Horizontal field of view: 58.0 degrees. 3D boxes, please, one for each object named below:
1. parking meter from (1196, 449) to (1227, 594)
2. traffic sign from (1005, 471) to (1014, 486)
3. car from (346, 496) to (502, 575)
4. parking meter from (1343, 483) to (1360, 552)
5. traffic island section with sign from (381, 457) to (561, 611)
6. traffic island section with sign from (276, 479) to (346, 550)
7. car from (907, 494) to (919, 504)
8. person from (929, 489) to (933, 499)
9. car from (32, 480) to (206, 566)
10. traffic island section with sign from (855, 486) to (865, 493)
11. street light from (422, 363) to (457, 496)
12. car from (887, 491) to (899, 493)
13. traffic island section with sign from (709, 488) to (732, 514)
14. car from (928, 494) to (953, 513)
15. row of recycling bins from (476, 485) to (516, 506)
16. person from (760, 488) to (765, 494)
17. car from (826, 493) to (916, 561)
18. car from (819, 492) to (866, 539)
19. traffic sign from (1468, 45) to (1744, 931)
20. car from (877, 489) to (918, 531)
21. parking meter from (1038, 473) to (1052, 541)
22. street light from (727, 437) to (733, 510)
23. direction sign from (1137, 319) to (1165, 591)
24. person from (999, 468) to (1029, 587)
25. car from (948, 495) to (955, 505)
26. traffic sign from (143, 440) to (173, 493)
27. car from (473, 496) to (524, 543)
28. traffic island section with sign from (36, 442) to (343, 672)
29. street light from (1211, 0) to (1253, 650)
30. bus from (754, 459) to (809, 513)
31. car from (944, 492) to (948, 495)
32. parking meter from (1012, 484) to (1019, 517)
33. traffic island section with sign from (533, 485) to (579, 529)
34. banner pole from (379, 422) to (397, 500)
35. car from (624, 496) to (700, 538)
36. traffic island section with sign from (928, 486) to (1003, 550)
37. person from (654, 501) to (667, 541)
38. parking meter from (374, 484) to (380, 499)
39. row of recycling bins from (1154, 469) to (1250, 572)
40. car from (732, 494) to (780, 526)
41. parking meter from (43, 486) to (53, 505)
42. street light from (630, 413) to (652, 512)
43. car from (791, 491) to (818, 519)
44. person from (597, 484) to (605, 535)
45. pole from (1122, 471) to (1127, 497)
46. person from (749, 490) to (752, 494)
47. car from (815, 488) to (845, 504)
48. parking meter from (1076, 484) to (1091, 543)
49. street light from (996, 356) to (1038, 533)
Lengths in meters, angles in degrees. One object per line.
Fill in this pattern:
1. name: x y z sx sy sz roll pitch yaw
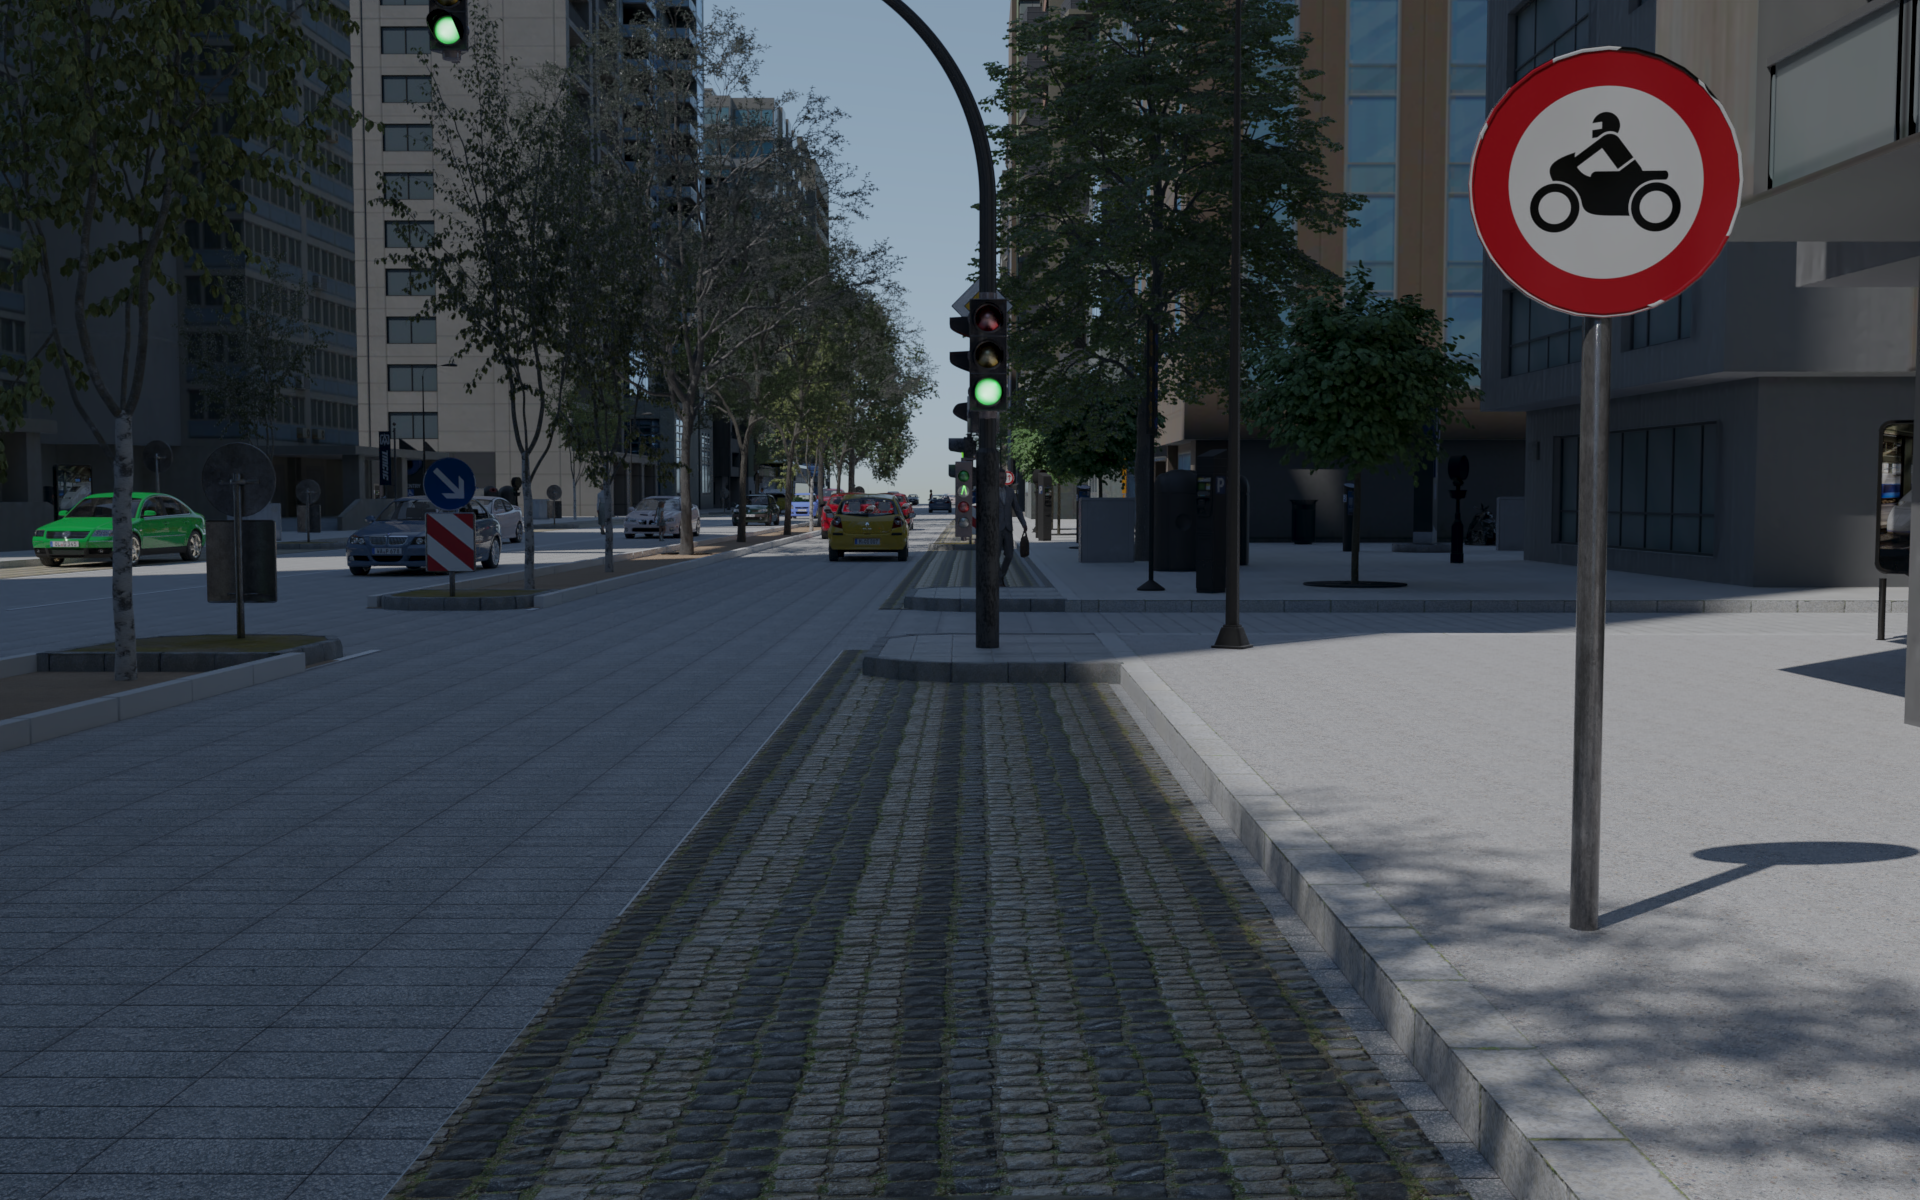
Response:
1. parking meter: 3.255 -1.023 22.440 0.255 1.863 0.399 3 5 41
2. traffic sign: 2.602 -5.818 95.229 0.768 2.556 0.104 1 4 8
3. car: -9.822 -1.227 32.069 2.014 1.417 4.499 0 4 2
4. parking meter: 8.741 -1.850 38.655 0.372 1.533 0.369 0 3 0
5. traffic island section with sign: -6.341 -0.861 22.208 2.006 1.907 1.989 0 4 0
6. traffic island section with sign: -17.242 -2.246 45.342 1.989 1.847 2.006 0 4 0
7. car: -6.876 -14.873 252.965 2.009 1.686 4.222 0 4 1
8. person: -2.462 -8.349 144.947 0.705 1.831 1.348 0 4 -5
9. car: -17.173 -1.635 35.536 1.959 1.807 4.718 0 4 0
10. traffic island section with sign: -5.720 -5.456 97.344 2.006 1.907 1.989 0 4 0
11. street light: -18.542 -5.450 61.656 1.470 5.913 1.316 0 4 0
12. car: -8.537 -13.006 221.326 2.281 1.827 5.304 0 4 -1
13. traffic island section with sign: -16.611 -6.940 122.102 1.989 1.847 2.006 0 4 0
14. car: -1.515 -7.412 133.194 2.014 1.417 4.499 0 4 1
15. row of recycling bins: -22.828 -4.621 82.667 3.534 1.692 1.069 -3 5 -44
16. person: -12.464 -6.146 108.972 0.705 1.826 1.348 2 4 30
17. car: -1.986 -1.718 38.313 2.015 1.641 3.980 0 4 -1
18. car: -3.532 -2.893 56.338 2.155 1.783 4.494 0 4 -1
19. traffic sign: 1.845 -0.302 5.043 0.768 2.556 0.104 0 4 4
20. car: -2.792 -3.692 69.396 2.155 1.783 4.494 0 4 0
21. parking meter: 2.321 -2.544 47.301 0.255 1.863 0.399 -2 4 -23
22. street light: -17.909 -10.120 138.005 1.470 5.913 1.316 0 4 0
23. direction sign: 2.544 -1.894 22.961 0.379 3.537 0.876 1 4 14
24. person: 0.634 -1.043 25.682 0.709 1.813 0.853 -2 4 -26
25. car: -1.107 -11.196 195.411 2.083 1.381 4.827 0 4 -1
26. traffic sign: -18.967 -2.497 40.939 0.768 2.556 0.104 1 4 8
27. car: -13.886 -2.275 49.565 2.083 1.381 4.827 0 4 2
28. traffic island section with sign: -6.412 -0.408 14.801 2.006 1.907 1.989 0 4 0
29. street light: 1.731 -2.554 14.292 1.470 5.913 1.316 0 4 0
30. bus: -12.729 -8.175 125.210 2.896 3.916 12.252 0 4 0
31. car: -1.768 -14.851 252.407 1.945 1.707 3.694 0 4 2
32. parking meter: 3.081 -5.524 96.035 0.255 1.863 0.399 2 4 25
33. traffic island section with sign: -17.008 -3.894 72.296 1.989 1.847 2.006 0 4 0
34. banner pole: -19.936 -4.312 60.523 0.863 3.779 0.401 1 4 14
35. car: -9.850 -2.762 57.522 2.083 1.381 4.827 0 4 2
36. traffic island section with sign: 0.170 -2.208 44.735 1.989 1.847 2.006 0 4 0
37. person: -9.168 -2.398 52.729 0.505 1.210 0.382 2 4 35
38. parking meter: -32.801 -5.610 97.433 0.255 1.863 0.399 -2 4 -29
39. row of recycling bins: 4.178 -1.406 30.097 1.069 1.692 3.534 2 4 26
40. car: -9.269 -4.214 78.688 2.009 1.686 4.222 0 4 2
41. parking meter: -28.518 -2.805 54.276 0.372 1.533 0.369 0 3 0
42. street light: -18.261 -7.735 99.010 1.470 5.913 1.316 0 4 0
43. car: -9.067 -5.596 101.084 1.945 1.707 3.694 0 3 0
44. person: -12.534 -3.188 60.848 0.478 1.798 0.641 1 4 14
45. pole: 6.222 -4.384 65.514 0.158 3.312 0.155 0 3 0
46. person: -16.460 -7.755 135.971 1.217 1.739 0.721 -1 4 -13
47. car: -8.322 -6.335 112.256 2.281 1.827 5.304 0 3 0
48. parking meter: 3.224 -2.254 45.271 0.372 1.533 0.369 0 3 0
49. street light: 2.020 -5.200 57.557 1.470 5.913 1.316 0 4 0
